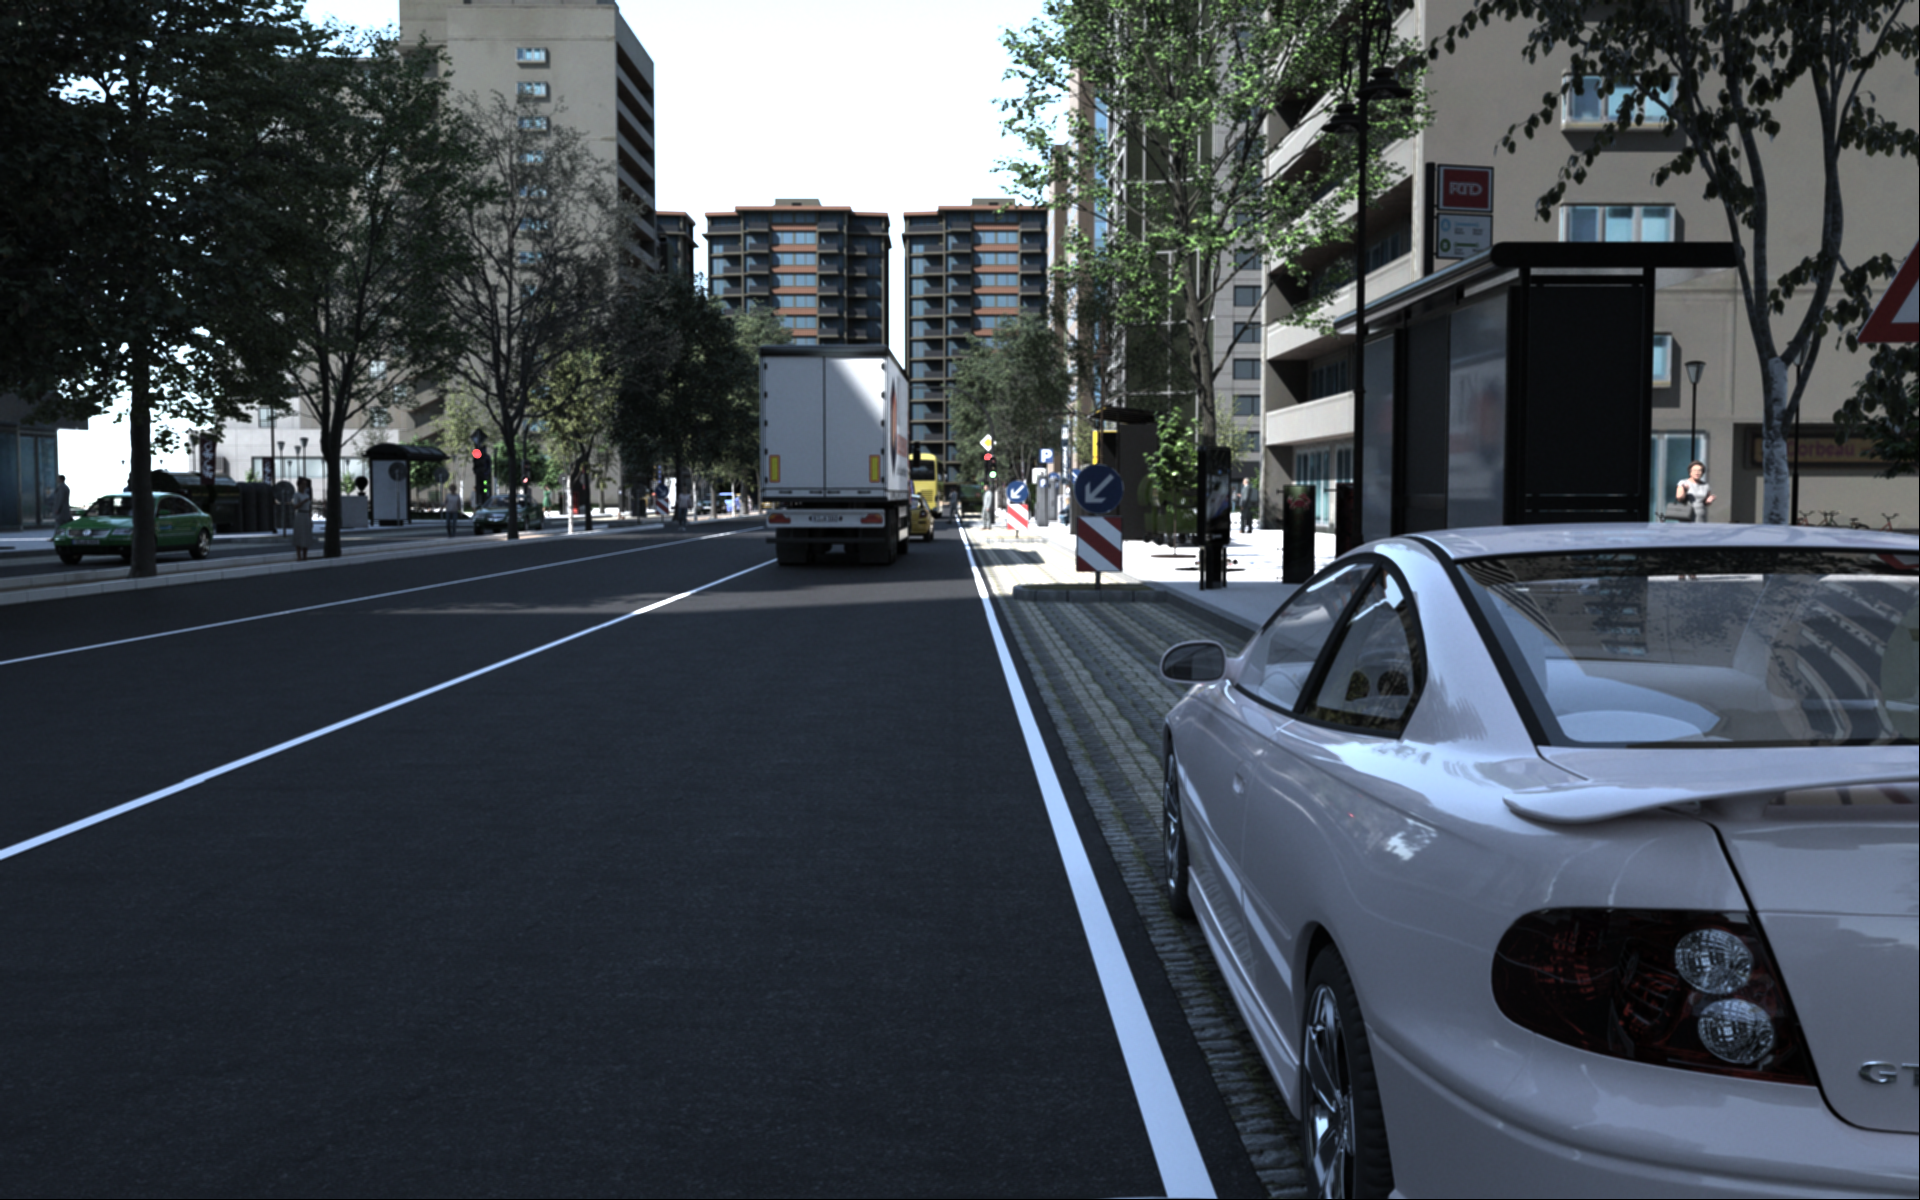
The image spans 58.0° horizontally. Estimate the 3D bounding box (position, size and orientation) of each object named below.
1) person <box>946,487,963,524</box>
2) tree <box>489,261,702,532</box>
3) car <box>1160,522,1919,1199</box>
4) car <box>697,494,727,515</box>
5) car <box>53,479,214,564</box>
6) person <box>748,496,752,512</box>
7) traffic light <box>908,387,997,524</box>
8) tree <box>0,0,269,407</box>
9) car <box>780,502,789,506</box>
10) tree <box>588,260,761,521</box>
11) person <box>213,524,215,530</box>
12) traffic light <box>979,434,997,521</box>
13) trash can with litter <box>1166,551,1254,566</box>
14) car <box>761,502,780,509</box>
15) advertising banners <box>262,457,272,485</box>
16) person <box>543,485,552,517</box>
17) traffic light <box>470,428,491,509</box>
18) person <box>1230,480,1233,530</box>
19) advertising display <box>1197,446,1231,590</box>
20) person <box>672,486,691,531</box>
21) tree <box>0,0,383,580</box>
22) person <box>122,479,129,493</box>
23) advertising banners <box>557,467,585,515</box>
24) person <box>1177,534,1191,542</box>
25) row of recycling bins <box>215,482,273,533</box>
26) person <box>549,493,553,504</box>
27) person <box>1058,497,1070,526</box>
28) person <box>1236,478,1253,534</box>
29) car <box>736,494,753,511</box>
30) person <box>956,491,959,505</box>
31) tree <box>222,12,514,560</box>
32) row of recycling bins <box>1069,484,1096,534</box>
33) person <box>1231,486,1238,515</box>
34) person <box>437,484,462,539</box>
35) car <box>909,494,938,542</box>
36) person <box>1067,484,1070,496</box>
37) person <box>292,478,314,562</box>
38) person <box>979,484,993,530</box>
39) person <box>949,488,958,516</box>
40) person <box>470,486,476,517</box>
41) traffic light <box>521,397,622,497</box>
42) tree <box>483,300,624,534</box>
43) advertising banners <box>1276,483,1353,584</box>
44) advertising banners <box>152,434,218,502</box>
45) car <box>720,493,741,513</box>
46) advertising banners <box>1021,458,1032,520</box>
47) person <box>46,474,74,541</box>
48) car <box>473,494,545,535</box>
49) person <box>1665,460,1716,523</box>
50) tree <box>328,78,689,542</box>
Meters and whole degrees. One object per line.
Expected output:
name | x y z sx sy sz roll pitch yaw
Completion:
person | -0.272 -4.564 83.397 0.850 1.792 0.678 -1 4 -11
tree | -14.096 -7.893 65.926 8.767 10.594 7.601 0 4 0
car | 1.600 0.487 4.401 2.083 1.381 4.827 0 4 1
car | -17.573 -6.901 122.620 2.009 1.686 4.222 0 4 1
car | -17.589 -1.724 36.991 1.959 1.807 4.718 0 4 -2
person | -15.676 -7.135 129.434 0.394 1.301 0.425 3 5 42
traffic light | -0.736 -6.028 73.218 4.771 5.953 1.251 0 4 0
tree | -13.615 -6.138 19.824 9.611 12.733 9.660 0 3 0
car | -17.942 -10.154 174.694 2.281 1.827 5.304 0 4 -2
tree | -13.725 -10.093 84.493 9.611 12.733 9.660 0 3 0
person | -25.968 -2.944 59.677 1.012 1.151 0.738 -1 4 -14
traffic light | 1.304 -5.654 81.358 0.839 4.253 0.868 0 4 0
trash can with litter | 4.483 -1.245 31.414 1.678 1.210 2.233 1 4 13
car | -17.968 -9.362 163.285 2.015 1.641 3.980 0 4 -1
advertising banners | -33.625 -5.259 82.164 2.074 3.025 0.090 -1 4 -21
person | -22.798 -5.458 95.532 0.529 1.795 0.600 -1 4 -12
traffic light | -20.305 -5.156 73.217 0.839 4.253 0.868 0 4 0
person | 8.500 -3.012 55.477 0.473 1.802 0.592 3 5 44
advertising display | 3.435 -1.113 23.419 0.123 1.923 0.974 2 4 29
person | -10.926 -3.597 67.982 0.731 1.740 0.598 -1 4 -12
tree | -13.583 -6.608 28.624 7.486 12.596 7.792 0 3 0
person | -26.646 -3.001 55.449 0.444 1.785 0.601 1 4 11
advertising banners | -23.506 -6.691 105.581 2.074 3.025 0.090 0 4 2
person | 6.105 -2.452 46.724 0.643 1.750 0.593 -1 4 -14
row of recycling bins | -24.015 -3.132 58.327 1.069 1.692 3.534 0 3 0
person | -34.005 -8.363 143.269 0.515 1.767 0.782 2 4 34
person | 4.165 -3.510 68.933 0.738 1.151 1.012 2 4 24
person | 9.229 -3.066 56.351 0.590 1.801 0.661 2 4 25
car | -18.428 -8.286 145.695 2.015 1.641 3.980 0 4 0
person | -0.429 -11.526 197.052 0.705 1.812 1.348 -2 4 -32
tree | -13.632 -6.681 37.442 9.928 11.665 9.643 0 3 0
row of recycling bins | 4.198 -3.062 57.179 1.069 1.692 3.534 1 4 8
person | 16.980 -6.208 107.885 0.623 1.781 0.721 0 4 1
person | -15.433 -2.645 52.414 0.731 1.740 0.598 -1 4 -14
car | -1.697 -2.633 53.273 2.015 1.641 3.980 0 4 1
person | 6.182 -5.609 97.845 0.850 1.850 0.679 3 4 37
person | -13.076 -1.562 34.611 0.524 1.755 0.480 1 4 18
person | 1.073 -3.665 68.528 0.391 1.810 0.635 -2 4 -32
person | -0.473 -6.342 111.990 0.655 1.846 0.447 -2 4 -30
person | -26.260 -5.327 93.894 0.760 1.731 0.466 1 4 11
traffic light | -18.266 -6.519 81.251 4.771 5.953 1.251 0 4 0
tree | -13.480 -6.539 59.732 4.737 8.622 4.395 0 3 0
advertising banners | 5.528 -1.729 24.454 2.074 3.025 0.090 1 4 18
advertising banners | -22.543 -3.300 50.141 2.074 3.025 0.090 -1 4 -14
car | -17.250 -7.243 128.022 1.945 1.707 3.694 0 4 1
advertising banners | 3.231 -5.404 84.547 0.090 3.025 2.074 1 4 16
person | -24.138 -2.471 46.538 0.767 1.812 0.694 -1 4 -14
car | -16.227 -3.098 62.451 2.131 1.459 4.920 0 4 -2
person | 10.818 -1.179 25.674 0.716 1.782 0.532 0 4 -1
tree | -13.297 -8.459 51.126 12.009 13.543 11.850 0 3 0
